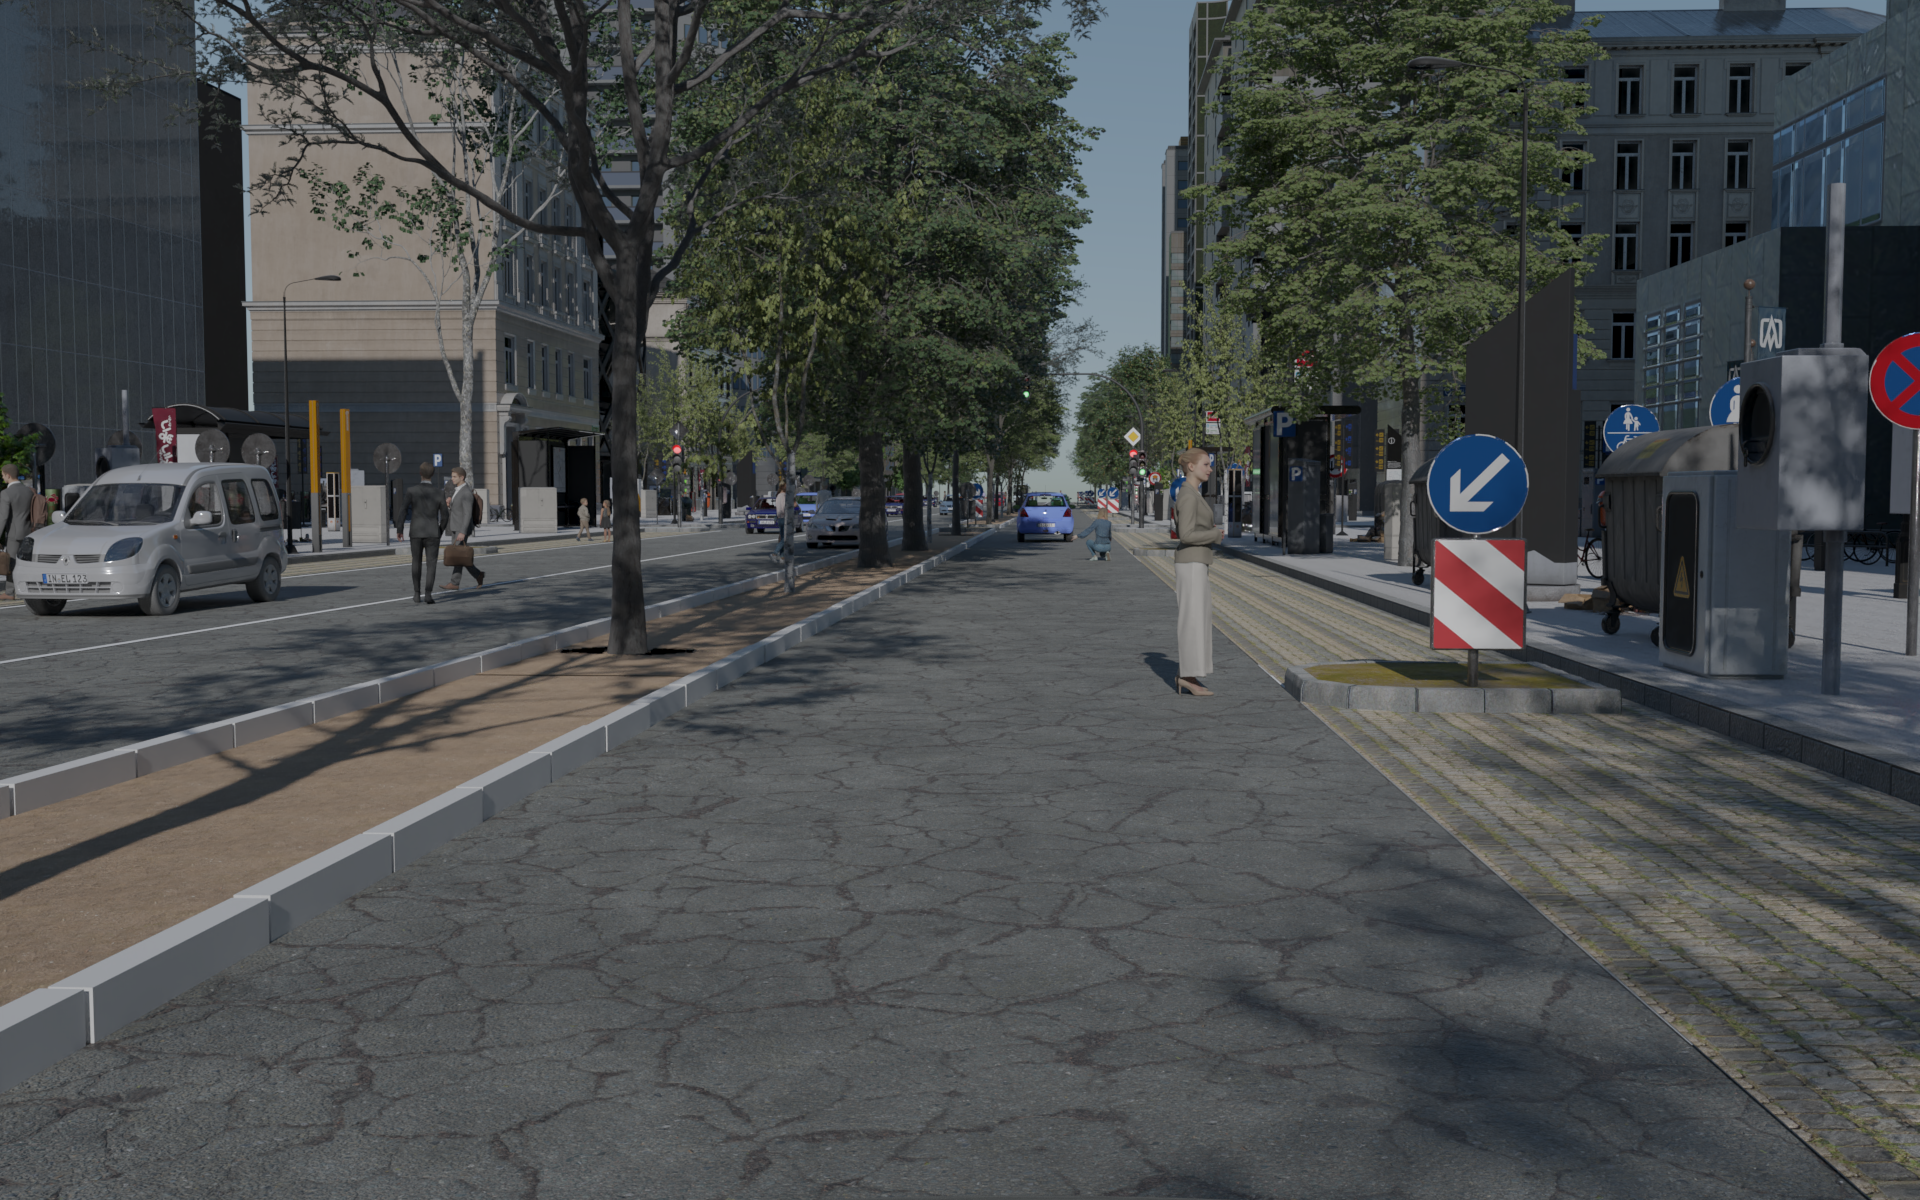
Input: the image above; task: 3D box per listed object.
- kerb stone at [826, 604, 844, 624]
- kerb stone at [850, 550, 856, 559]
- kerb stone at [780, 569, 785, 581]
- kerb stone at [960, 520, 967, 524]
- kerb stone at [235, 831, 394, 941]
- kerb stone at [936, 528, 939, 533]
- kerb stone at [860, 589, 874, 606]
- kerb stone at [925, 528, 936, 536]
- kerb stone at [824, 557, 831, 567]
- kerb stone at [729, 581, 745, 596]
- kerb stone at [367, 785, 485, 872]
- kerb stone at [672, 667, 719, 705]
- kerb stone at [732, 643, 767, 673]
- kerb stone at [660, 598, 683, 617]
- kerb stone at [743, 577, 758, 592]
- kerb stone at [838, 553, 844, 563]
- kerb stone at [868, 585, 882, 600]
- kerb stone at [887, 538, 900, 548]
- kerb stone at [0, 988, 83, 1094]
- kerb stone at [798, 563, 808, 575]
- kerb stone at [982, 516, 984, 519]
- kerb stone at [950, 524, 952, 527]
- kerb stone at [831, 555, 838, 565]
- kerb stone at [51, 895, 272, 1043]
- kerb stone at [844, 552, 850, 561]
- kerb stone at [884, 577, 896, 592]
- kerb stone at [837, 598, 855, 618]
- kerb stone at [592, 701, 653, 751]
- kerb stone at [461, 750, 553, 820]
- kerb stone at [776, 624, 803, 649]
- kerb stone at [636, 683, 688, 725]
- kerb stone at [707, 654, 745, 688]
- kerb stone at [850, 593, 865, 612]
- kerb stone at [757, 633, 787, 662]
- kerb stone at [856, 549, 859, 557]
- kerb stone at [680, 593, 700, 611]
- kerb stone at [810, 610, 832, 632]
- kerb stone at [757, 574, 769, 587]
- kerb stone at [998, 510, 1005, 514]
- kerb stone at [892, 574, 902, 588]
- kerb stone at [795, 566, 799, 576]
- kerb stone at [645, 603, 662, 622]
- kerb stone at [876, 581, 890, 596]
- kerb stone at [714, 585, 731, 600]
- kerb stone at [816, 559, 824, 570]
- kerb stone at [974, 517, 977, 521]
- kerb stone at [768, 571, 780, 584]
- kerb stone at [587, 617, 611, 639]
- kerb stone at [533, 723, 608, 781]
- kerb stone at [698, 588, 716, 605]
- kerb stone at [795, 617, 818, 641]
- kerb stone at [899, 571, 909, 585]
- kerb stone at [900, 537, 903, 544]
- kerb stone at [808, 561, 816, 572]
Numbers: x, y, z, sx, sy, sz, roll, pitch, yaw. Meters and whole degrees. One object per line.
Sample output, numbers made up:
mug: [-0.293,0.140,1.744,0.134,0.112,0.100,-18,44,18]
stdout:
kerb stone: [-1.444,0.183,19.320,0.120,0.150,1.000,0,4,3]
kerb stone: [-2.454,-0.954,37.855,0.120,0.150,1.000,0,4,3]
kerb stone: [-2.993,-0.394,28.636,0.120,0.150,1.000,0,4,3]
kerb stone: [0.209,-3.678,82.461,0.120,0.150,1.000,0,4,3]
kerb stone: [-2.234,0.988,6.040,0.120,0.150,1.000,0,4,3]
kerb stone: [-0.858,-2.587,64.492,0.120,0.150,1.000,0,4,3]
kerb stone: [-1.261,-0.010,22.410,0.120,0.150,1.000,0,4,3]
kerb stone: [-1.042,-2.394,61.414,0.120,0.150,1.000,0,4,3]
kerb stone: [-2.687,-0.707,33.761,0.120,0.150,1.000,0,4,3]
kerb stone: [-3.235,-0.140,24.539,0.120,0.150,1.000,0,4,3]
kerb stone: [-2.172,0.926,7.060,0.120,0.150,1.000,0,4,3]
kerb stone: [-1.874,0.613,12.172,0.120,0.150,1.000,0,4,3]
kerb stone: [-1.755,0.488,14.216,0.120,0.150,1.000,0,4,3]
kerb stone: [-3.475,0.107,20.446,0.120,0.150,1.000,0,4,3]
kerb stone: [-3.170,-0.204,25.560,0.120,0.150,1.000,0,4,3]
kerb stone: [-2.568,-0.833,35.814,0.120,0.150,1.000,0,4,3]
kerb stone: [-1.205,-0.073,23.431,0.120,0.150,1.000,0,4,3]
kerb stone: [-1.845,-1.584,48.087,0.120,0.150,1.000,0,4,3]
kerb stone: [-2.358,1.113,3.996,0.120,0.150,1.000,0,4,3]
kerb stone: [-2.867,-0.519,30.689,0.120,0.150,1.000,0,4,3]
kerb stone: [1.132,-4.624,97.797,0.120,0.150,1.000,0,4,3]
kerb stone: [-0.219,-3.247,75.301,0.120,0.150,1.000,0,4,3]
kerb stone: [-2.631,-0.770,34.791,0.120,0.150,1.000,0,4,3]
kerb stone: [-2.289,1.054,5.016,0.120,0.150,1.000,0,4,3]
kerb stone: [-2.504,-0.895,36.834,0.120,0.150,1.000,0,4,3]
kerb stone: [-1.081,-0.201,25.477,0.120,0.150,1.000,0,4,3]
kerb stone: [-1.382,0.113,20.351,0.120,0.150,1.000,0,4,3]
kerb stone: [-1.991,0.743,10.130,0.120,0.150,1.000,0,4,3]
kerb stone: [-2.118,0.863,8.086,0.120,0.150,1.000,0,4,3]
kerb stone: [-1.633,0.363,16.257,0.120,0.150,1.000,0,4,3]
kerb stone: [-1.938,0.680,11.152,0.120,0.150,1.000,0,4,3]
kerb stone: [-1.808,0.552,13.195,0.120,0.150,1.000,0,4,3]
kerb stone: [-1.318,0.051,21.384,0.120,0.150,1.000,0,4,3]
kerb stone: [-1.681,0.428,15.236,0.120,0.150,1.000,0,4,3]
kerb stone: [-2.386,-1.021,38.883,0.120,0.150,1.000,0,4,3]
kerb stone: [-3.417,0.044,21.470,0.120,0.150,1.000,0,4,3]
kerb stone: [-1.505,0.238,18.300,0.120,0.150,1.000,0,4,3]
kerb stone: [-3.117,-0.269,26.588,0.120,0.150,1.000,0,4,3]
kerb stone: [3.196,-6.750,132.563,0.120,0.150,1.000,0,4,3]
kerb stone: [-1.027,-0.262,26.501,0.120,0.150,1.000,0,4,3]
kerb stone: [-2.932,-0.455,29.669,0.120,0.150,1.000,0,4,3]
kerb stone: [-3.551,0.169,19.426,0.120,0.150,1.000,0,4,3]
kerb stone: [-1.136,-0.137,24.456,0.120,0.150,1.000,0,4,3]
kerb stone: [-3.299,-0.081,23.515,0.120,0.150,1.000,0,4,3]
kerb stone: [-2.745,-0.641,32.730,0.120,0.150,1.000,0,4,3]
kerb stone: [0.694,-4.186,90.636,0.120,0.150,1.000,0,4,3]
kerb stone: [-3.057,-0.331,27.615,0.120,0.150,1.000,0,4,3]
kerb stone: [-3.663,0.295,17.377,0.120,0.150,1.000,0,4,3]
kerb stone: [-2.058,0.800,9.110,0.120,0.150,1.000,0,4,3]
kerb stone: [-3.361,-0.018,22.495,0.120,0.150,1.000,0,4,3]
kerb stone: [-1.570,0.302,17.279,0.120,0.150,1.000,0,4,3]
kerb stone: [-0.961,-0.325,27.521,0.120,0.150,1.000,0,4,3]
kerb stone: [-1.778,-1.646,49.107,0.120,0.150,1.000,0,4,3]
kerb stone: [-2.813,-0.582,31.710,0.120,0.150,1.000,0,4,3]
